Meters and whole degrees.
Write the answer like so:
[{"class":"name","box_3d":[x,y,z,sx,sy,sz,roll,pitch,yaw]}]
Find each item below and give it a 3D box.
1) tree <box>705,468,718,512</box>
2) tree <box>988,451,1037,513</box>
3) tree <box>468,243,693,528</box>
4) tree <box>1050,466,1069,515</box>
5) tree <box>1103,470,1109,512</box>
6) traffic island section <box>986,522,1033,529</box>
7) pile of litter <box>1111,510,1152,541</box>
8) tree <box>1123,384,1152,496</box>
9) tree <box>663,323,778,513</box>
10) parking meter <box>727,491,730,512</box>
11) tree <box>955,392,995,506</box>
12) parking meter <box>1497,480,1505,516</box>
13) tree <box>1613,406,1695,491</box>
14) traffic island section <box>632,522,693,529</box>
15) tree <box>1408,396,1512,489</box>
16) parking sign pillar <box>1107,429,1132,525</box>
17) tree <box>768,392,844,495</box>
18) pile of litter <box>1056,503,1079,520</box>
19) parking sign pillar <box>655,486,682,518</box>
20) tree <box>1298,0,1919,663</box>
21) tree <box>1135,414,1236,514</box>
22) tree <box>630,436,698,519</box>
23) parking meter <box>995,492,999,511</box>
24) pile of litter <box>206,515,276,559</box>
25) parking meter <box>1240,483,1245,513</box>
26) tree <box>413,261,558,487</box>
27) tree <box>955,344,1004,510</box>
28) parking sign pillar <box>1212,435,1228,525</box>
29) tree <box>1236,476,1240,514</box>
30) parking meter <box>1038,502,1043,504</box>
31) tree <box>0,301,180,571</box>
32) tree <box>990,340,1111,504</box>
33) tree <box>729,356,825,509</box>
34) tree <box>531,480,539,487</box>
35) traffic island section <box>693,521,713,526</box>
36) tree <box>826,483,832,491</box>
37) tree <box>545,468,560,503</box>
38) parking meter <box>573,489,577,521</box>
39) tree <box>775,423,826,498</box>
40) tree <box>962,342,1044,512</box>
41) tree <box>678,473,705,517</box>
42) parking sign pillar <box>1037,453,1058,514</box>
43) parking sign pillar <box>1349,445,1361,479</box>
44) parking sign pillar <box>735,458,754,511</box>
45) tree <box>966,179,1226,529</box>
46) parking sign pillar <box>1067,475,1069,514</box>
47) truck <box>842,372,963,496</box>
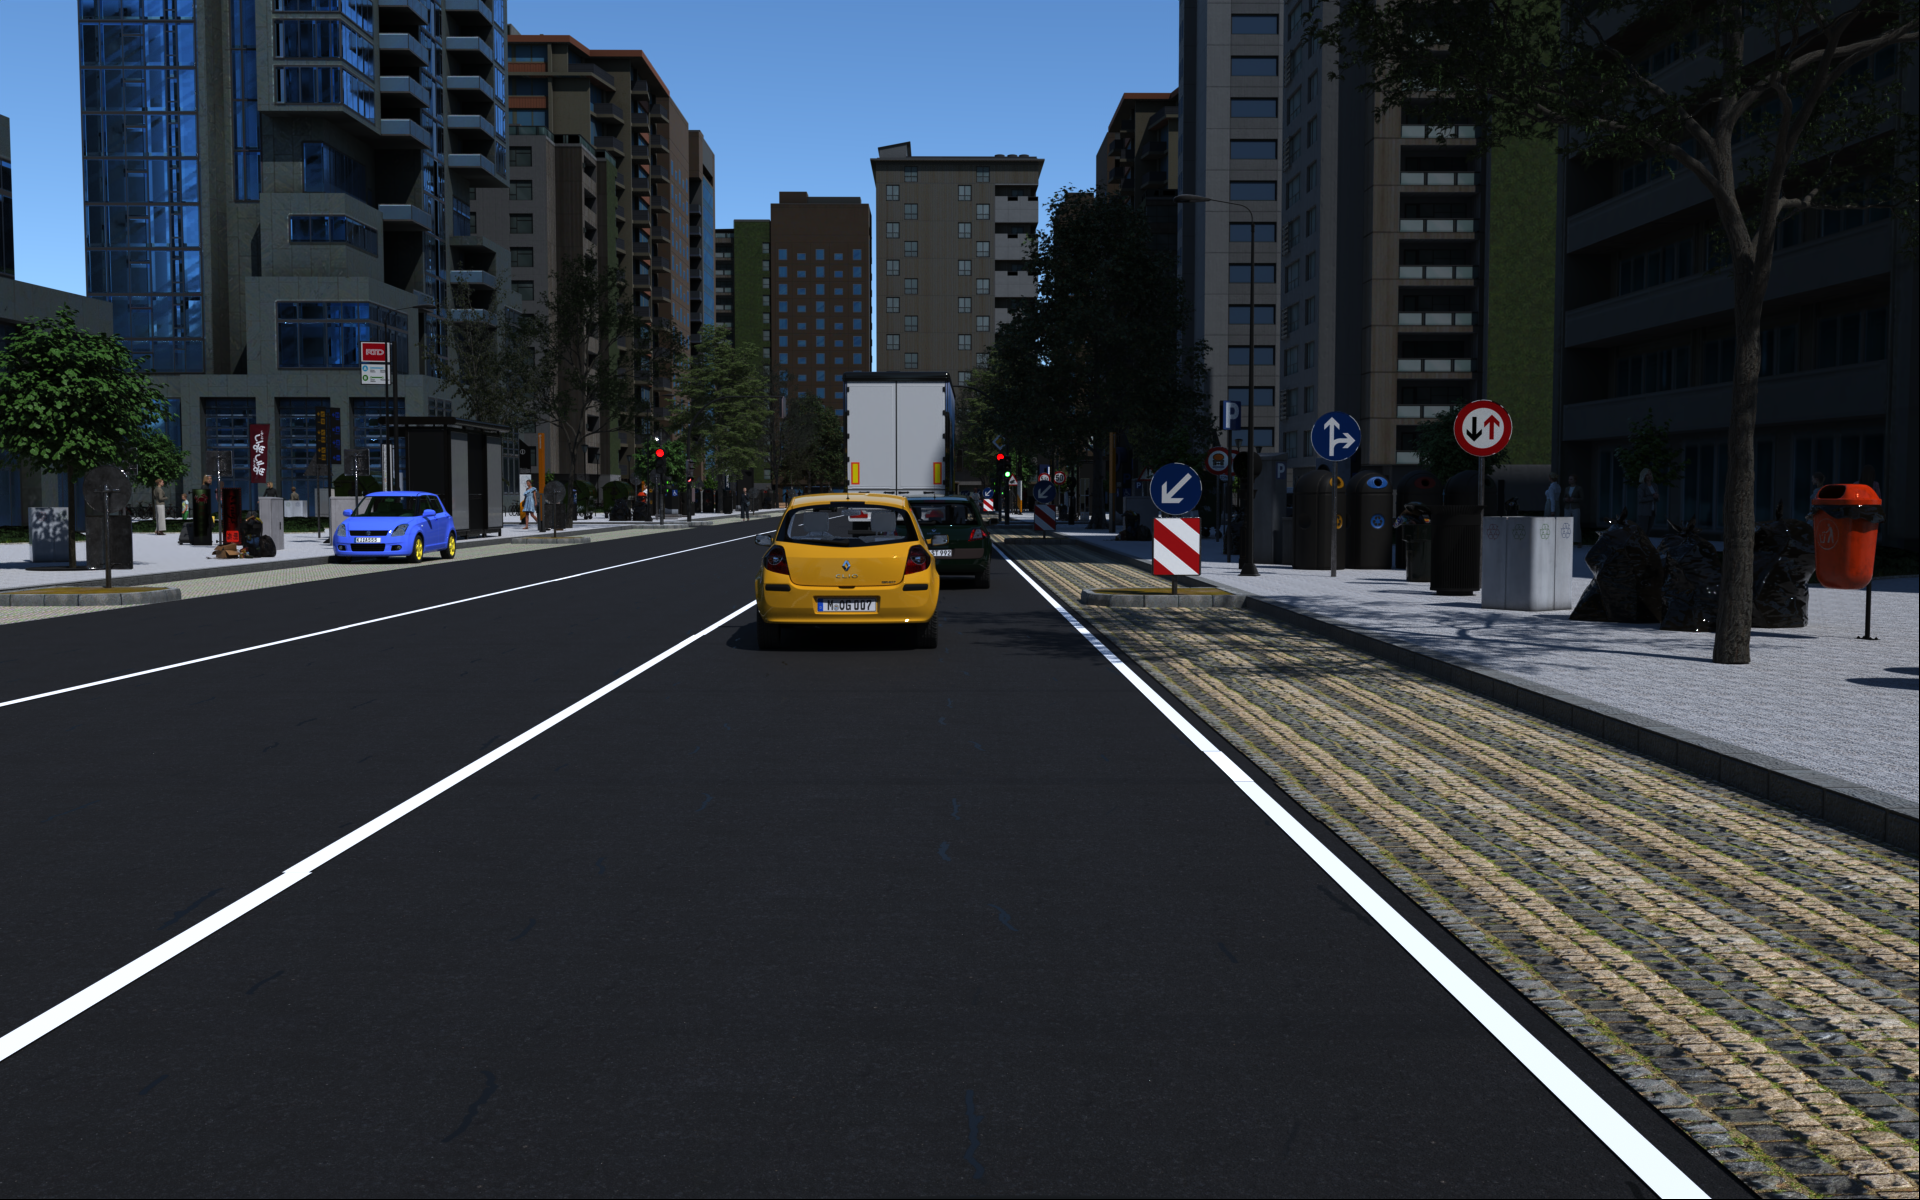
[{"class":"tree","box_3d":[-18.441,-8.096,126.965,1.663,3.219,1.824,0,3,0]},{"class":"tree","box_3d":[3.705,-8.241,118.461,4.285,4.588,4.351,0,3,0]},{"class":"tree","box_3d":[-14.511,-7.970,64.725,7.601,10.594,8.767,3,5,43]},{"class":"tree","box_3d":[6.006,-6.745,104.885,1.663,3.219,1.824,0,3,0]},{"class":"tree","box_3d":[10.781,-7.802,122.162,1.663,3.219,1.824,0,3,0]},{"class":"traffic island section","box_3d":[1.981,-3.067,72.432,2.009,0.180,2.903,0,4,-1]},{"class":"pile of litter","box_3d":[4.808,-2.068,47.770,1.719,0.858,1.176,3,5,42]},{"class":"tree","box_3d":[12.379,-10.102,115.523,4.737,8.622,4.395,0,3,0]},{"class":"tree","box_3d":[-16.093,-12.082,115.663,7.486,12.596,7.792,0,3,0]},{"class":"parking meter","box_3d":[-16.495,-6.990,122.691,0.372,1.533,0.369,0,3,0]},{"class":"tree","box_3d":[3.207,-14.899,169.346,9.928,11.665,9.643,0,3,0]},{"class":"parking meter","box_3d":[22.151,-3.986,70.880,0.255,1.863,0.399,1,4,22]},{"class":"tree","box_3d":[15.250,-2.661,38.105,1.663,3.219,1.824,0,3,0]},{"class":"traffic island section","box_3d":[-12.459,-3.057,72.257,2.009,0.180,2.903,0,4,-1]},{"class":"tree","box_3d":[16.555,-4.526,57.721,4.285,4.588,4.351,0,3,0]},{"class":"parking sign pillar","box_3d":[6.697,-5.066,71.305,1.447,3.967,1.447,-1,4,-10]},{"class":"tree","box_3d":[-16.684,-16.833,192.226,9.611,12.733,9.660,0,3,0]},{"class":"pile of litter","box_3d":[5.223,-4.297,84.225,1.176,0.858,1.719,0,4,0]},{"class":"parking sign pillar","box_3d":[-15.941,-6.492,94.616,1.447,3.967,1.447,-3,5,-43]},{"class":"tree","box_3d":[6.209,-4.801,12.911,7.601,10.594,8.767,-1,4,-13]},{"class":"tree","box_3d":[5.359,-2.897,41.968,1.663,3.219,1.824,0,3,0]},{"class":"tree","box_3d":[-15.100,-6.401,88.371,4.285,4.588,4.351,0,3,0]},{"class":"parking meter","box_3d":[2.853,-7.660,130.953,0.399,1.863,0.255,0,4,-3]},{"class":"pile of litter","box_3d":[-14.512,-1.280,34.892,1.176,0.858,1.719,2,4,26]},{"class":"parking meter","box_3d":[6.471,-1.864,38.891,0.372,1.533,0.369,0,3,0]},{"class":"tree","box_3d":[-15.240,-6.442,55.686,4.360,8.622,3.978,0,3,0]},{"class":"tree","box_3d":[3.215,-14.171,142.067,12.009,13.543,11.850,0,3,0]},{"class":"parking sign pillar","box_3d":[10.905,-5.146,72.606,1.447,3.967,1.447,1,4,20]},{"class":"tree","box_3d":[18.141,-7.214,112.548,1.663,3.219,1.824,0,3,0]},{"class":"parking meter","box_3d":[4.798,-5.786,103.010,0.372,1.533,0.369,0,3,0]},{"class":"tree","box_3d":[-15.063,-2.794,29.403,4.285,4.588,4.351,0,3,0]},{"class":"tree","box_3d":[4.959,-9.473,89.304,7.601,10.594,8.767,1,4,22]},{"class":"tree","box_3d":[-16.371,-14.887,153.776,12.009,13.543,11.850,0,3,0]},{"class":"tree","box_3d":[-31.825,-8.060,126.380,1.663,3.219,1.824,0,3,0]},{"class":"traffic island section","box_3d":[-12.559,-3.545,80.241,2.009,0.180,2.903,0,4,-1]},{"class":"tree","box_3d":[-16.692,-16.819,225.358,4.360,8.622,3.978,0,3,0]},{"class":"tree","box_3d":[-30.661,-8.259,129.641,1.663,3.219,1.824,0,3,0]},{"class":"parking meter","box_3d":[-18.713,-4.607,83.737,0.372,1.533,0.369,0,3,0]},{"class":"tree","box_3d":[-16.094,-13.324,168.206,4.360,8.622,3.978,0,3,0]},{"class":"tree","box_3d":[3.817,-12.689,125.600,7.486,12.596,7.792,0,3,0]},{"class":"tree","box_3d":[-15.657,-6.255,96.866,1.663,3.219,1.824,0,3,0]},{"class":"parking sign pillar","box_3d":[5.742,-7.655,113.625,1.447,3.967,1.447,-1,4,-8]},{"class":"parking sign pillar","box_3d":[15.519,-4.917,68.868,1.447,3.967,1.447,0,4,-7]},{"class":"parking sign pillar","box_3d":[-15.918,-8.541,128.117,1.447,3.967,1.447,-1,4,-16]},{"class":"tree","box_3d":[4.972,-8.953,63.391,9.611,12.733,9.660,0,3,0]},{"class":"parking sign pillar","box_3d":[7.438,-7.314,108.062,1.447,3.967,1.447,1,4,13]},{"class":"truck","box_3d":[-1.389,-3.449,45.302,2.839,4.237,11.283,0,4,1]}]
